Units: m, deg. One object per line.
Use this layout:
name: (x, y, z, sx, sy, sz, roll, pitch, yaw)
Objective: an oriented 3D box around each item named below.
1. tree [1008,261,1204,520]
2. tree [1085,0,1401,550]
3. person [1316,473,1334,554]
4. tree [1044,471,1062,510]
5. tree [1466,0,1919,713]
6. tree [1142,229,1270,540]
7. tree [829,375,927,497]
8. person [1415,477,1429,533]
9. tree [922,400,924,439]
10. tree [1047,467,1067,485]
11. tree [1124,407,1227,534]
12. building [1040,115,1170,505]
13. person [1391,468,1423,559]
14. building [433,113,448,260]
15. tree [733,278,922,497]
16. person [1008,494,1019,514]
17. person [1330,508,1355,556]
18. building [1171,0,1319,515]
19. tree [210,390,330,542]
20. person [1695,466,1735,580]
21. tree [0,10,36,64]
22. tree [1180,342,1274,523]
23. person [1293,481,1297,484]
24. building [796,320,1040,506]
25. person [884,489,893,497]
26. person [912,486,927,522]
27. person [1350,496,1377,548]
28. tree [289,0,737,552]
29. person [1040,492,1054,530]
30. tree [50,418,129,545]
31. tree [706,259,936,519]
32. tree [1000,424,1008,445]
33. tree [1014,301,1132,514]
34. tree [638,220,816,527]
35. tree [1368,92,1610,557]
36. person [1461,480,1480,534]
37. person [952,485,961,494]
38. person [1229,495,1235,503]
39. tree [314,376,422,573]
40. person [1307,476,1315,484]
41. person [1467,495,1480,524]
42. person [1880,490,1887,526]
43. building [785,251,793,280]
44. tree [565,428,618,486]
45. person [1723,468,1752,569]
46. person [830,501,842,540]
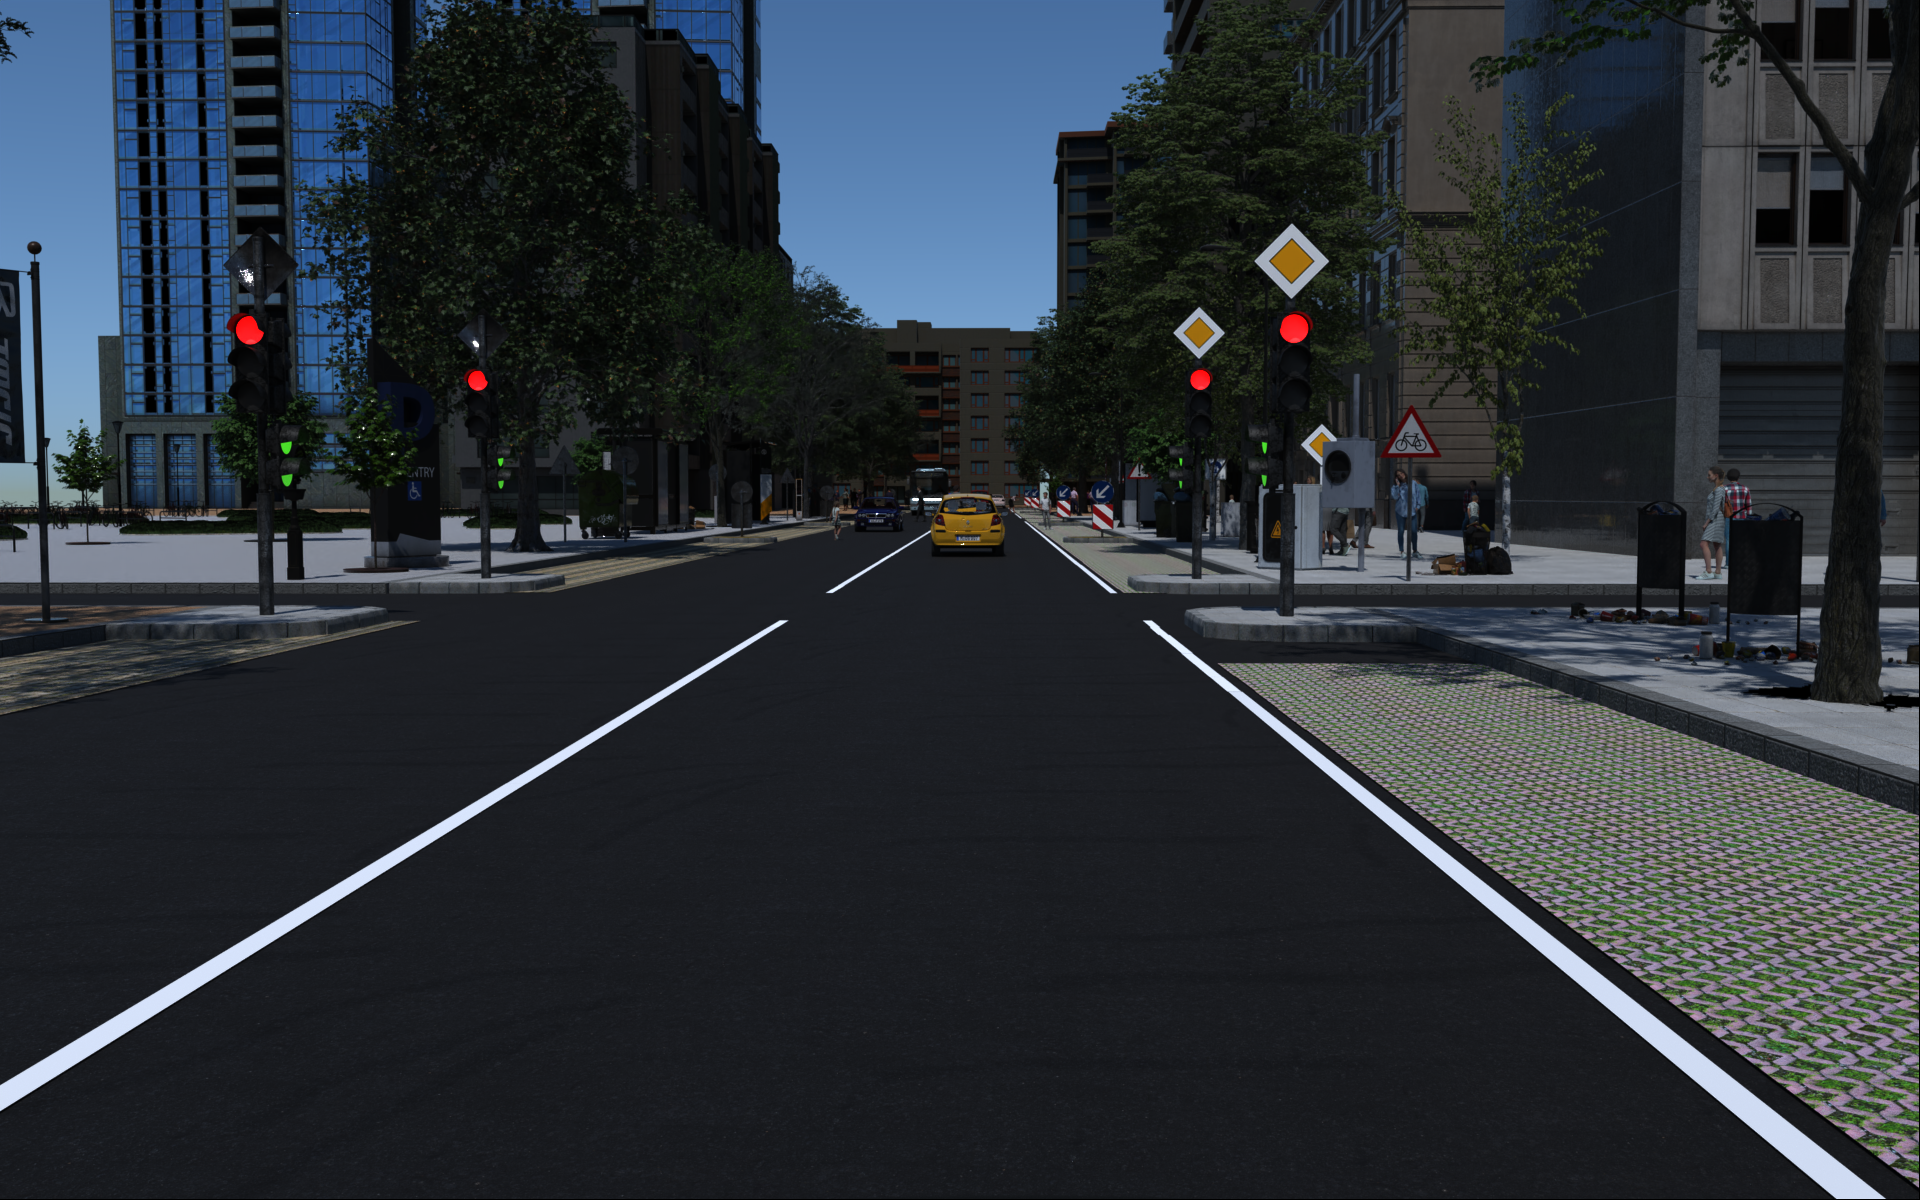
tree: (7.631, -10.276, 85.016, 9.611, 12.733, 9.660, 0, 3, 0)
tree: (6.304, -7.407, 39.229, 7.486, 12.596, 7.792, 0, 3, 0)
person: (7.843, -1.867, 36.930, 0.716, 1.782, 0.532, 0, 4, 0)
tree: (8.099, -9.161, 144.383, 1.663, 3.219, 1.824, 0, 3, 0)
tree: (5.615, -5.170, 10.285, 9.928, 11.665, 9.643, 0, 3, 0)
tree: (6.969, -5.937, 47.437, 4.737, 8.622, 4.395, 0, 3, 0)
tree: (-7.091, -12.320, 135.847, 7.601, 10.594, 8.767, 3, 5, 43)
person: (15.305, -3.176, 57.840, 0.638, 1.841, 0.748, 1, 4, 21)
tree: (-7.687, -14.775, 148.231, 9.857, 13.997, 8.962, 0, 3, 0)
tree: (9.307, -13.627, 173.170, 4.737, 8.622, 4.395, 0, 3, 0)
tree: (6.966, -4.358, 54.968, 4.285, 4.588, 4.351, 0, 3, 0)
building: (23.950, -33.530, 202.845, 28.867, 44.769, 22.147, 0, 4, 1)
person: (8.905, -1.724, 34.487, 0.793, 1.790, 0.793, -2, 4, -27)
building: (-63.349, -35.785, 204.693, 30.456, 49.044, 23.786, 0, 4, 1)
tree: (-8.746, -11.942, 101.901, 9.857, 13.997, 8.962, 0, 3, 0)
person: (3.916, -6.990, 125.970, 0.799, 1.438, 0.628, 0, 4, 5)
person: (8.019, -1.808, 36.093, 0.515, 1.767, 0.782, 2, 4, 35)
building: (25.512, -29.898, 112.529, 21.300, 48.544, 21.600, 0, 4, 1)
tree: (-18.646, -3.856, 46.765, 4.285, 4.588, 4.351, 0, 3, 0)
person: (11.361, -1.163, 26.056, 0.522, 1.701, 0.512, 1, 4, 21)
tree: (-9.476, -4.657, 10.552, 8.767, 10.594, 7.601, 3, 4, 37)
tree: (11.602, -7.689, 76.077, 4.360, 8.622, 3.978, 0, 3, 0)
person: (13.526, -3.934, 70.394, 0.654, 1.822, 0.581, 2, 4, 23)
building: (-5.259, -22.121, 206.723, 28.899, 21.520, 27.650, 0, 4, 1)
person: (-4.877, -6.623, 117.233, 0.683, 1.767, 0.568, -1, 4, -20)
person: (-2.086, -4.954, 89.272, 0.755, 1.850, 0.659, 0, 4, 8)
person: (9.645, -2.128, 40.961, 0.853, 1.813, 0.709, -2, 4, -27)
tree: (-9.782, -7.436, 38.587, 9.611, 12.733, 9.660, 0, 3, 0)
person: (3.491, -3.571, 69.482, 0.503, 1.515, 0.523, -2, 4, -25)
tree: (-22.338, -3.029, 44.132, 1.663, 3.219, 1.824, 0, 3, 0)
tree: (-8.117, -11.024, 90.609, 12.009, 13.543, 11.850, 0, 3, 0)
tree: (8.619, -15.039, 162.890, 9.611, 12.733, 9.660, 0, 3, 0)
tree: (8.193, -12.677, 113.917, 9.857, 13.997, 8.962, 0, 3, 0)
tree: (-9.442, -8.644, 67.093, 9.928, 11.665, 9.643, 0, 3, 0)
tree: (9.646, -4.938, 31.093, 4.737, 8.622, 4.395, 0, 3, 0)
person: (16.167, -2.929, 54.777, 0.563, 1.720, 0.643, -1, 4, -9)
person: (0.007, -3.471, 65.603, 0.716, 1.782, 0.532, 3, 5, 41)
person: (11.062, -3.657, 70.524, 0.332, 1.250, 0.352, -1, 4, -9)
tree: (-9.748, -2.069, 28.423, 1.663, 3.219, 1.824, 0, 3, 0)
person: (9.757, -2.656, 49.682, 0.699, 1.804, 1.509, -3, 4, -38)
person: (14.359, -2.308, 48.459, 0.332, 1.250, 0.352, 2, 4, 34)
person: (13.991, -1.250, 26.816, 0.444, 1.785, 0.601, -2, 4, -28)
building: (-26.870, -26.237, 200.675, 14.107, 30.474, 14.160, 0, 4, 1)
tree: (-18.080, -6.259, 86.053, 4.285, 4.588, 4.351, 0, 3, 0)
person: (13.182, -1.381, 29.462, 0.563, 1.720, 0.643, 0, 4, 6)
person: (-3.904, -2.464, 53.794, 0.505, 1.210, 0.382, 3, 5, 41)
